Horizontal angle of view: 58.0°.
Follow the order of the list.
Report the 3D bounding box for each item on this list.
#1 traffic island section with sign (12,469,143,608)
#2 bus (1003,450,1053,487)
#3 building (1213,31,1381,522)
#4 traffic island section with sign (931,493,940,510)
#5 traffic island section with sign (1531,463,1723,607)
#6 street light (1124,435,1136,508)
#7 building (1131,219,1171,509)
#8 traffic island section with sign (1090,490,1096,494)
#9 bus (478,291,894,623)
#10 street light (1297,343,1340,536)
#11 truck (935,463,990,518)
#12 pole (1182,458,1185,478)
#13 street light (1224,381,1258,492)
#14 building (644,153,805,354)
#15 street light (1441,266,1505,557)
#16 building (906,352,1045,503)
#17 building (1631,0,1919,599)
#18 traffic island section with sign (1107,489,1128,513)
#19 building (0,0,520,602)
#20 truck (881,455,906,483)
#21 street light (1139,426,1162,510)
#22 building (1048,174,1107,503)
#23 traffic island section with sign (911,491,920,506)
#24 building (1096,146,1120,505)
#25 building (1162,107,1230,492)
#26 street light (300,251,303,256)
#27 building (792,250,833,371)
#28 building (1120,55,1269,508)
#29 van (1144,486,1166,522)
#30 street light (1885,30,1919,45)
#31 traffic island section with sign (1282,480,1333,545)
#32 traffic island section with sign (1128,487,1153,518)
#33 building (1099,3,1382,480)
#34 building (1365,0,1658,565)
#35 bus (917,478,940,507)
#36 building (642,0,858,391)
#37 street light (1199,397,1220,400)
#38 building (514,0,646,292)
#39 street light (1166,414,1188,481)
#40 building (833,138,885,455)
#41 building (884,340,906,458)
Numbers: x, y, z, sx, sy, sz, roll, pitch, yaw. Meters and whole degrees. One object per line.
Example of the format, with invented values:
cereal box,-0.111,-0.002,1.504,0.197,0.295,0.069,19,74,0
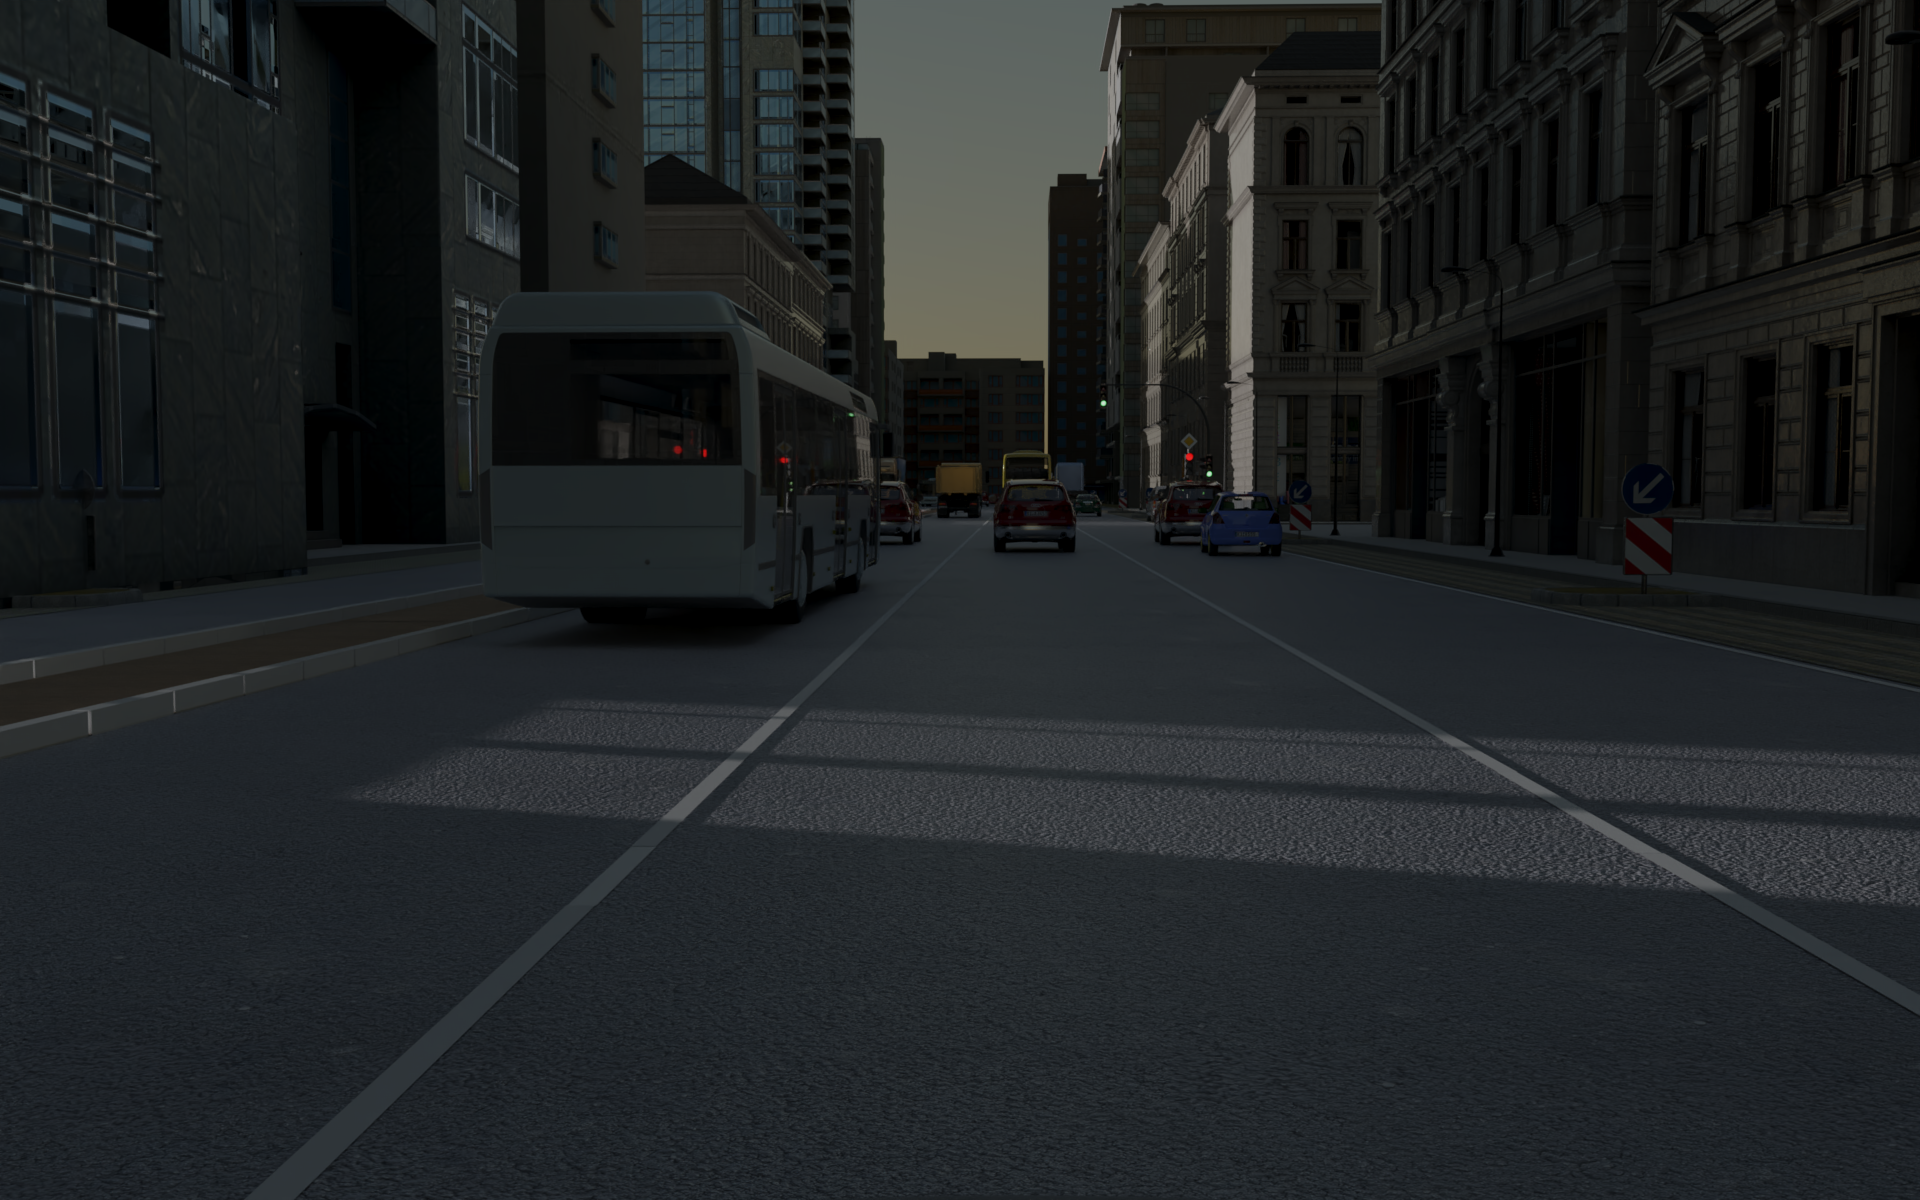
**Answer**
traffic island section with sign,-11.865,-0.851,22.536,1.989,1.847,2.006,0,4,2
bus,3.779,-6.421,96.537,2.896,3.916,12.252,0,4,3
building,22.819,-15.589,83.752,19.941,23.489,11.050,0,4,2
traffic island section with sign,-1.561,-8.965,154.719,2.006,1.907,1.989,0,4,2
traffic island section with sign,8.664,-0.867,22.810,1.989,1.847,2.006,0,4,2
street light,13.780,-10.040,136.701,1.470,5.913,1.316,0,4,2
building,22.735,-18.681,138.724,16.112,22.955,30.059,0,4,2
traffic island section with sign,13.839,-10.578,181.579,1.989,1.847,2.006,0,4,2
bus,-2.817,-1.683,22.379,2.948,3.499,13.247,0,4,3
street light,11.079,-4.951,53.482,1.470,5.913,1.316,0,4,2
truck,0.026,-6.795,107.026,3.469,3.379,9.791,0,4,2
pole,12.636,-6.367,97.942,0.158,3.312,0.155,0,3,0
street light,11.659,-6.043,71.336,1.470,5.913,1.316,0,4,2
building,-16.596,-15.239,100.063,10.553,20.767,40.483,0,4,2
street light,10.488,-3.847,35.433,1.470,5.913,1.316,0,4,2
building,-2.369,-24.875,251.747,28.899,21.520,27.650,0,4,2
building,16.200,-9.530,20.443,10.561,19.102,19.286,0,4,2
traffic island section with sign,12.193,-7.504,131.322,1.989,1.847,2.006,0,4,2
building,-22.514,-44.075,33.290,22.319,86.520,31.000,0,4,2
truck,-5.580,-8.485,127.645,2.839,4.237,11.283,0,4,2
street light,13.206,-8.929,118.524,1.470,5.913,1.316,0,4,2
building,19.619,-36.368,244.731,14.200,45.320,14.600,0,4,2
traffic island section with sign,-5.822,-12.243,208.806,1.989,1.847,2.006,0,4,2
building,28.264,-34.240,214.446,22.147,44.769,28.867,0,4,2
building,20.072,-19.145,110.281,12.463,27.353,25.104,0,4,2
street light,-13.153,-3.697,32.985,1.470,5.913,1.316,0,4,2
building,-16.467,-18.020,130.780,11.583,22.565,21.152,0,4,2
building,22.306,-29.464,165.333,14.154,41.232,14.086,0,4,2
van,10.643,-5.075,89.984,2.013,2.044,4.112,0,4,1
street light,9.978,-2.751,17.522,1.470,5.913,1.316,0,4,2
traffic island section with sign,9.542,-2.515,49.751,1.989,1.847,2.006,0,4,2
traffic island section with sign,11.311,-5.838,104.076,1.989,1.847,2.006,0,4,2
building,29.891,-36.492,185.878,28.713,52.752,27.495,0,4,2
building,16.823,-12.190,50.216,10.553,20.767,40.483,0,4,2
bus,-2.968,-12.490,199.063,2.948,3.499,13.247,0,4,4
building,-20.597,-52.389,169.232,22.319,86.520,31.000,0,4,2
street light,12.100,-6.734,82.639,1.470,5.913,1.316,0,4,2
building,-23.898,-26.730,60.743,21.600,48.544,21.300,0,4,2
street light,12.665,-7.829,100.544,1.470,5.913,1.316,0,4,2
building,-15.917,-31.180,193.383,14.154,41.232,14.086,0,4,2
building,-22.438,-22.868,218.931,28.899,21.520,27.650,0,4,2
